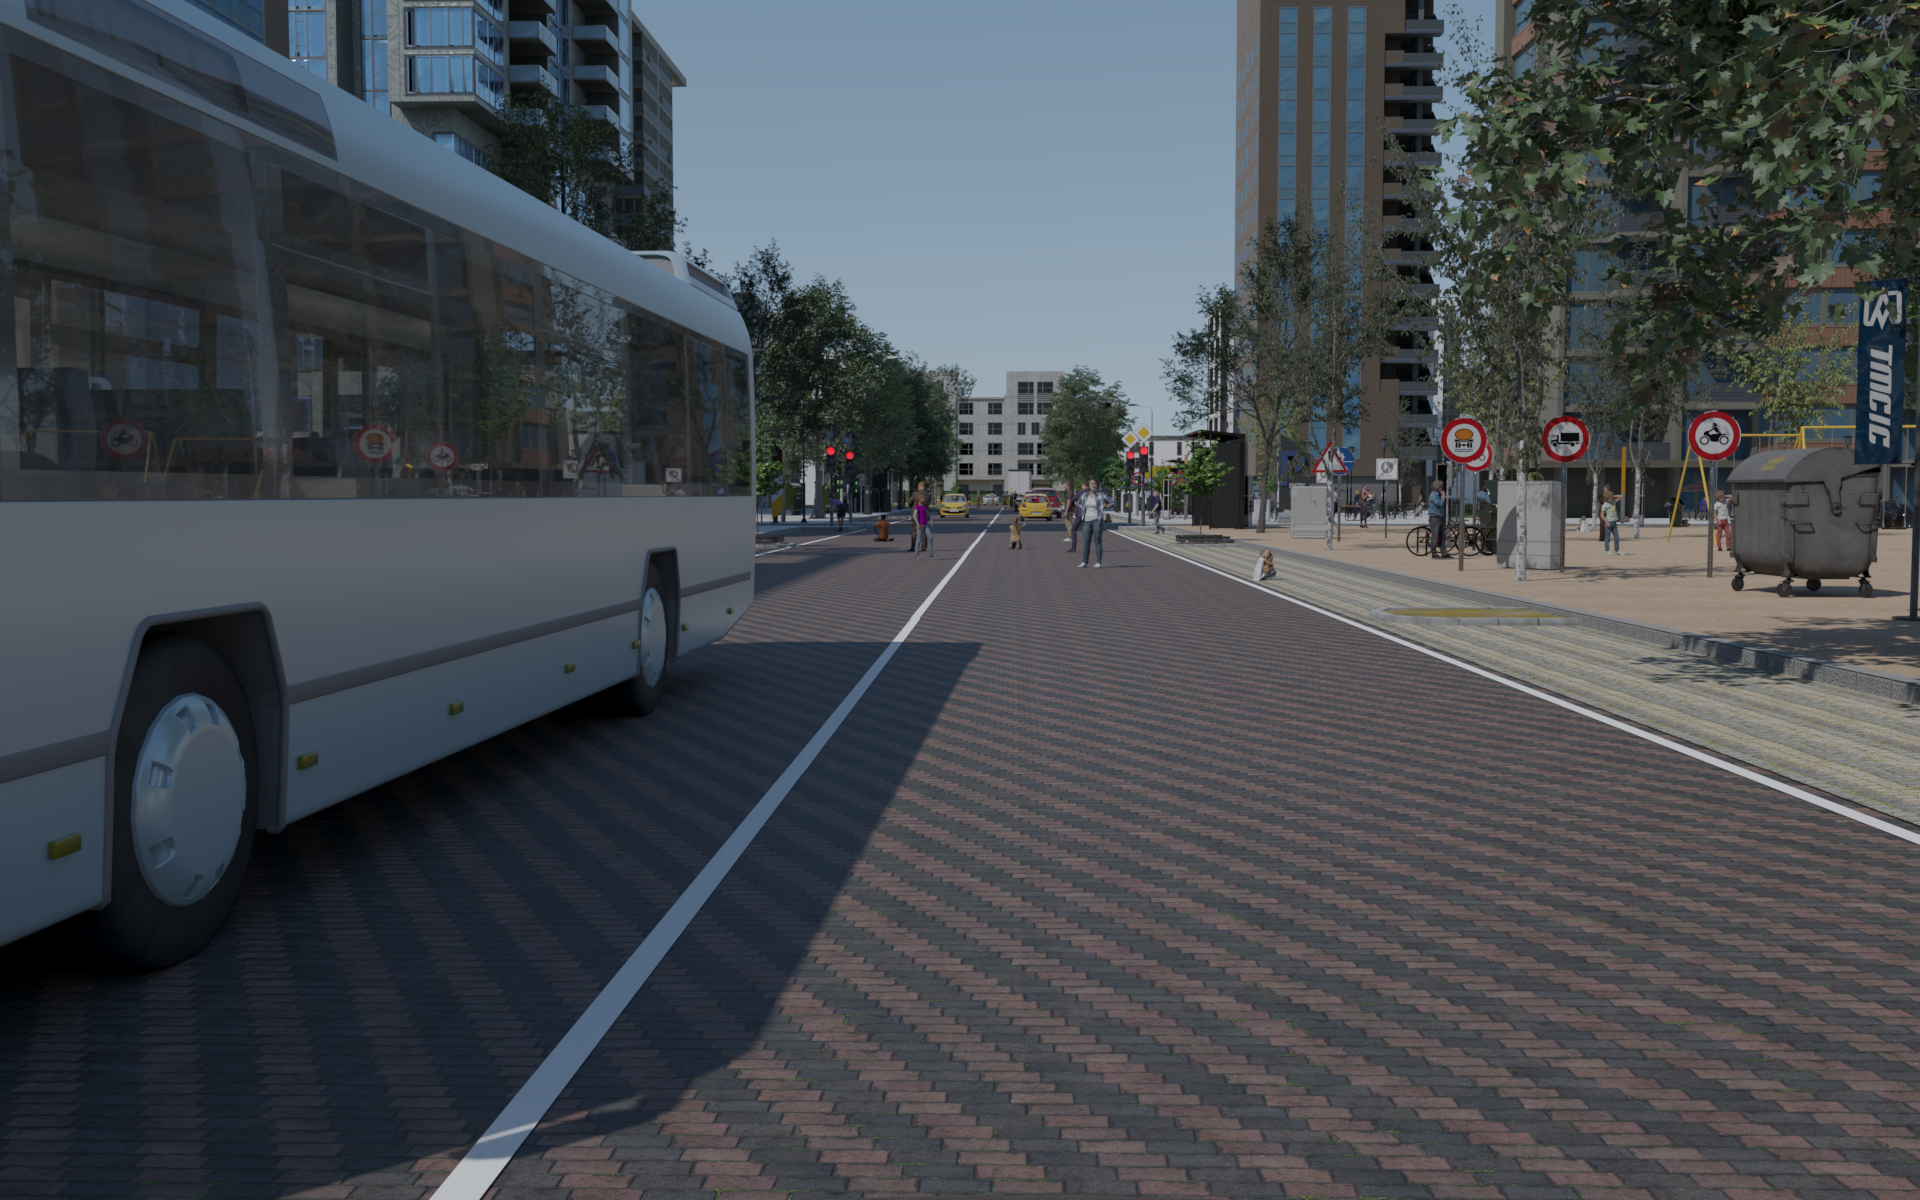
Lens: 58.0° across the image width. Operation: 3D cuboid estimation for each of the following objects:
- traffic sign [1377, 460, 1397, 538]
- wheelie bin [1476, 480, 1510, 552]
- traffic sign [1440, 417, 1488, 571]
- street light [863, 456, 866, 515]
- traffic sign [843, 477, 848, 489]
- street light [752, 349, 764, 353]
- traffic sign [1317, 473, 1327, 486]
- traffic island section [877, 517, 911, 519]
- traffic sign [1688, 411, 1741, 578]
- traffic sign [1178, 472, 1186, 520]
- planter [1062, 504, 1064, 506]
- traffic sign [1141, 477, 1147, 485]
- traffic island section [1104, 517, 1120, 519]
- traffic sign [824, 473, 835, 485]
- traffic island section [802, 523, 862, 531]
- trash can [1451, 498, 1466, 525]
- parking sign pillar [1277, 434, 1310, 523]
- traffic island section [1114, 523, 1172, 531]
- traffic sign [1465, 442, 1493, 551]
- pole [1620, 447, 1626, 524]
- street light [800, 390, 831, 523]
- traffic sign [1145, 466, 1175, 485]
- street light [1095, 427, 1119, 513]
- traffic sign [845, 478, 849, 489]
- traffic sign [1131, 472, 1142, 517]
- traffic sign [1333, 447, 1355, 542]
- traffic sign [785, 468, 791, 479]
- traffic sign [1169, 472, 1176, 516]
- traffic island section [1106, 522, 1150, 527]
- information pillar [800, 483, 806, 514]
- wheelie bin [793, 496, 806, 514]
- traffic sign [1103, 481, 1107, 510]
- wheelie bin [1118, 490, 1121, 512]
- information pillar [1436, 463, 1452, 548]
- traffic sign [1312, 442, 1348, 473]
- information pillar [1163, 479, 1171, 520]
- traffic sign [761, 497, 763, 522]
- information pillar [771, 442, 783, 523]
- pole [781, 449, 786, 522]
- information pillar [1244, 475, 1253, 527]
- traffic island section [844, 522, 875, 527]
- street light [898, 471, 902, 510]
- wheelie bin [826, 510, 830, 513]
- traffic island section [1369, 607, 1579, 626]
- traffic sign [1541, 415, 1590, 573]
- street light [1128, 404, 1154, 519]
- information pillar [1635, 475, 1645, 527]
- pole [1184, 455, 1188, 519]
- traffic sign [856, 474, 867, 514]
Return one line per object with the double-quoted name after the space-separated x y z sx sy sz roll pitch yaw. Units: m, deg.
12.372 -2.943 50.246 0.606 2.300 0.079 0 4 3 "traffic sign"
11.928 -1.875 38.563 0.980 1.594 0.693 -1 4 -12 "wheelie bin"
8.354 -1.755 28.797 0.768 2.556 0.104 0 4 6 "traffic sign"
-5.343 -8.268 107.728 1.470 5.913 1.316 0 4 2 "street light"
-8.632 -7.894 129.071 0.884 2.594 0.081 0 4 8 "traffic sign"
-6.962 -5.079 55.588 1.470 5.913 1.316 0 4 2 "street light"
13.969 -3.931 66.393 0.606 2.300 0.079 0 4 5 "traffic sign"
-3.773 -4.805 101.430 1.991 0.108 1.994 0 4 2 "traffic island section"
11.517 -1.616 26.526 0.768 2.556 0.104 1 4 10 "traffic sign"
10.964 -5.146 84.243 0.768 2.556 0.104 1 4 10 "traffic sign"
11.566 -11.266 205.334 1.991 0.319 1.994 0 4 2 "planter"
12.671 -7.348 120.239 0.768 2.556 0.104 0 4 5 "traffic sign"
8.295 -4.800 101.344 1.991 0.108 1.994 0 4 2 "traffic island section"
-7.584 -6.208 101.605 0.768 2.556 0.104 0 4 5 "traffic sign"
-5.116 -2.846 68.820 2.009 0.180 2.903 0 4 2 "traffic island section"
18.854 -3.311 65.793 0.748 1.137 0.748 0 3 0 "trash can"
14.862 -5.413 76.980 1.447 3.967 1.447 1 4 19 "parking sign pillar"
7.259 -2.822 68.427 2.009 0.180 2.903 0 4 2 "traffic island section"
11.661 -2.393 39.226 0.768 2.556 0.104 1 4 9 "traffic sign"
28.871 -4.986 75.367 0.158 3.312 0.155 0 3 0 "pole"
-6.399 -6.380 76.853 1.470 5.913 1.316 0 4 2 "street light"
14.321 -7.951 123.879 2.265 3.308 0.079 0 4 4 "traffic sign"
10.337 -9.022 120.054 1.470 5.913 1.316 0 4 2 "street light"
-8.851 -8.281 135.494 0.768 2.556 0.104 0 4 7 "traffic sign"
10.153 -6.032 98.736 0.768 2.556 0.104 0 4 3 "traffic sign"
10.214 -2.844 46.611 0.768 2.556 0.104 1 4 9 "traffic sign"
-8.458 -5.054 82.738 0.768 2.556 0.104 1 4 11 "traffic sign"
12.348 -6.191 101.324 0.768 2.556 0.104 0 4 3 "traffic sign"
7.510 -3.311 76.408 2.009 0.180 2.903 0 4 2 "traffic island section"
-10.113 -6.531 111.280 0.304 2.012 0.304 1 4 19 "information pillar"
-10.196 -6.167 108.734 0.980 1.594 0.693 -2 4 -24 "wheelie bin"
11.433 -8.144 135.283 0.606 2.300 0.079 0 4 4 "traffic sign"
11.712 -7.189 125.447 0.980 1.594 0.693 1 4 17 "wheelie bin"
11.604 -2.267 41.550 0.304 2.012 0.304 2 4 33 "information pillar"
9.174 -2.631 43.018 0.884 2.594 0.081 1 4 10 "traffic sign"
10.367 -5.024 86.636 0.304 2.012 0.304 2 4 32 "information pillar"
-8.992 -4.791 78.439 0.768 2.556 0.104 1 4 11 "traffic sign"
-8.091 -5.205 76.449 0.504 3.616 0.183 -1 4 -11 "information pillar"
-8.073 -5.212 79.061 0.158 3.312 0.155 0 3 0 "pole"
11.159 -3.838 67.243 0.304 2.012 0.304 3 5 41 "information pillar"
-4.865 -3.335 76.801 2.009 0.180 2.903 0 4 2 "traffic island section"
-4.264 -10.166 138.748 1.470 5.913 1.316 0 4 2 "street light"
-9.788 -7.035 122.934 0.693 1.594 0.980 3 5 40 "wheelie bin"
5.727 0.194 19.698 1.991 0.108 1.994 0 4 2 "traffic island section"
9.783 -1.710 28.070 0.768 2.556 0.104 0 4 8 "traffic sign"
9.331 -7.134 89.178 1.470 5.913 1.316 0 4 2 "street light"
26.709 -3.887 68.047 0.304 2.012 0.304 2 4 35 "information pillar"
11.662 -5.842 89.354 0.158 3.312 0.155 0 3 0 "pole"
-6.237 -6.676 109.259 0.768 2.556 0.104 0 4 7 "traffic sign"
